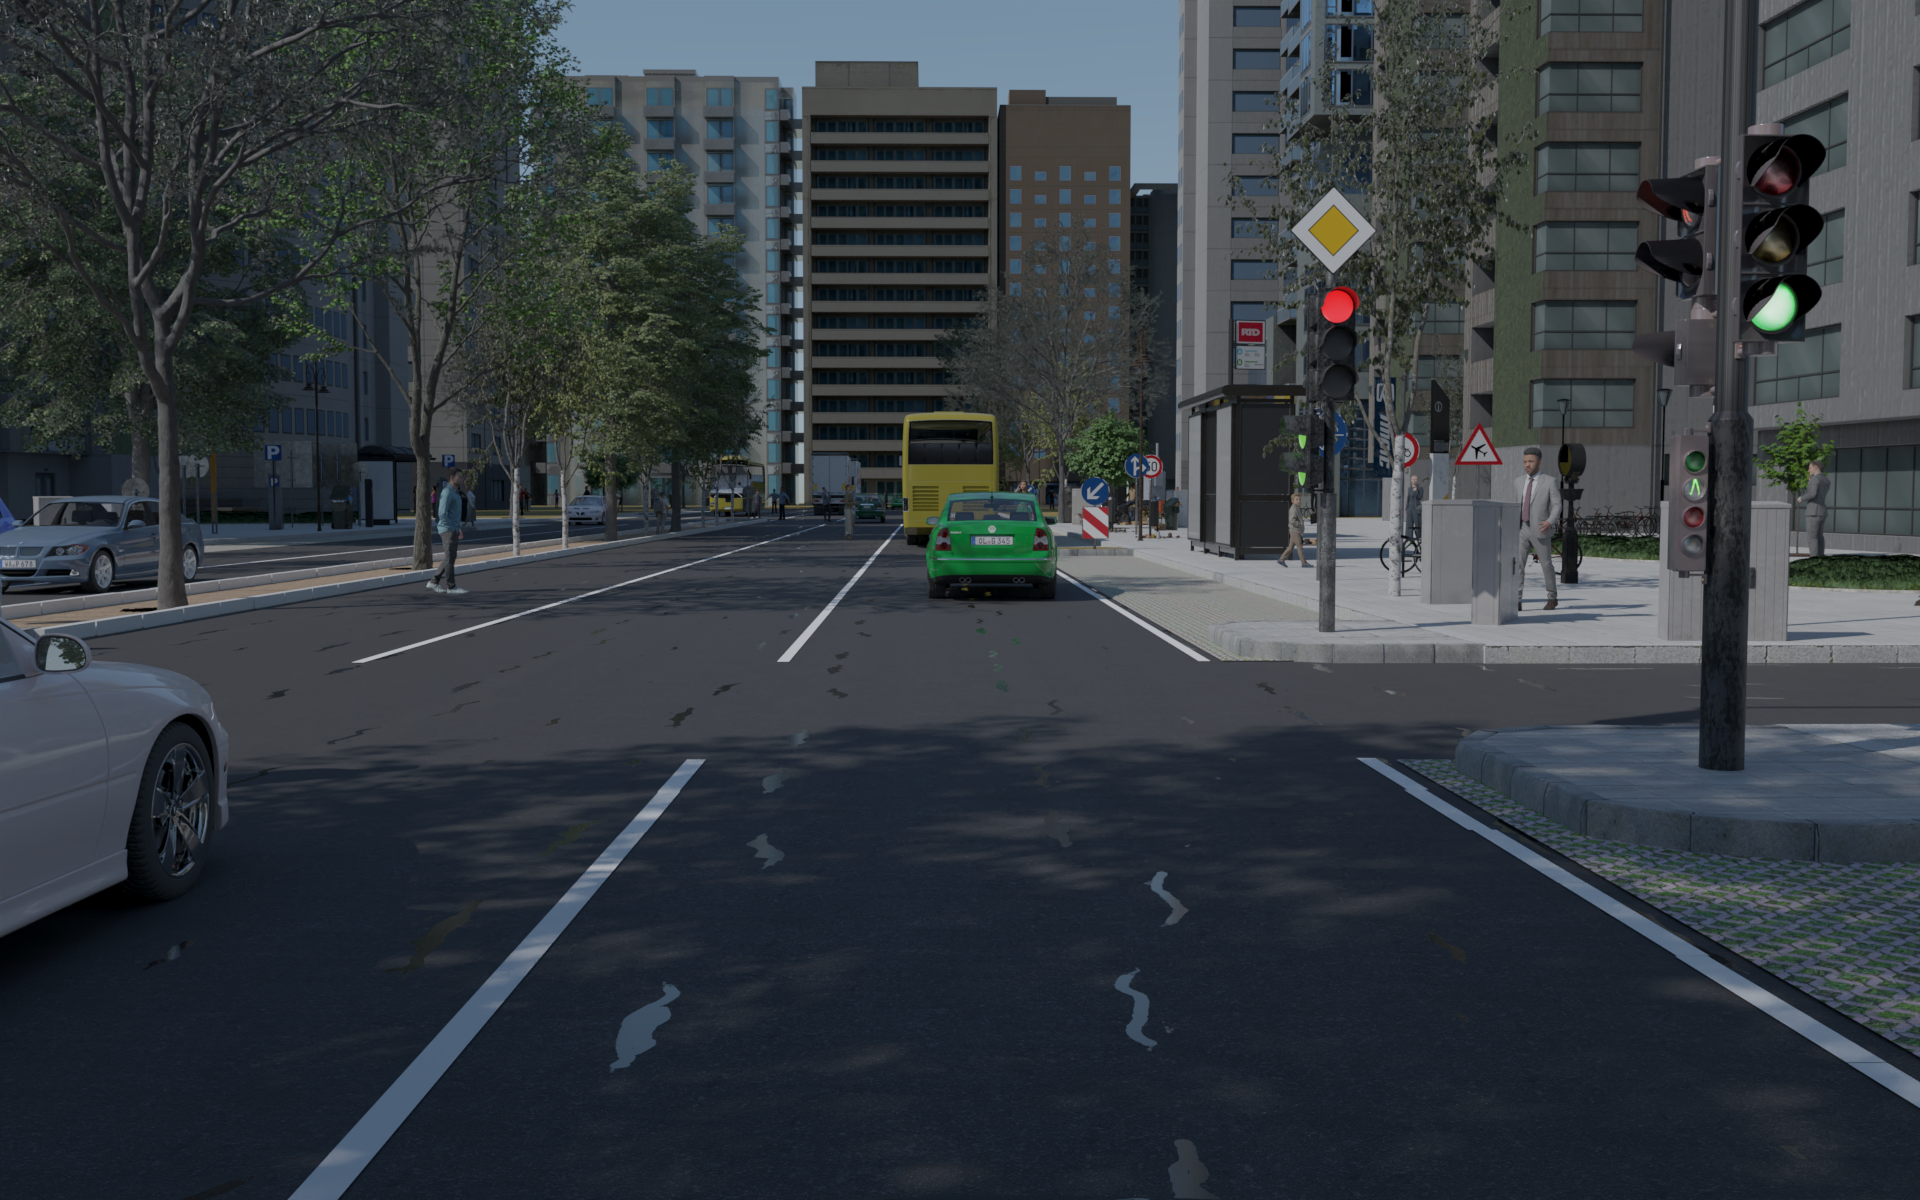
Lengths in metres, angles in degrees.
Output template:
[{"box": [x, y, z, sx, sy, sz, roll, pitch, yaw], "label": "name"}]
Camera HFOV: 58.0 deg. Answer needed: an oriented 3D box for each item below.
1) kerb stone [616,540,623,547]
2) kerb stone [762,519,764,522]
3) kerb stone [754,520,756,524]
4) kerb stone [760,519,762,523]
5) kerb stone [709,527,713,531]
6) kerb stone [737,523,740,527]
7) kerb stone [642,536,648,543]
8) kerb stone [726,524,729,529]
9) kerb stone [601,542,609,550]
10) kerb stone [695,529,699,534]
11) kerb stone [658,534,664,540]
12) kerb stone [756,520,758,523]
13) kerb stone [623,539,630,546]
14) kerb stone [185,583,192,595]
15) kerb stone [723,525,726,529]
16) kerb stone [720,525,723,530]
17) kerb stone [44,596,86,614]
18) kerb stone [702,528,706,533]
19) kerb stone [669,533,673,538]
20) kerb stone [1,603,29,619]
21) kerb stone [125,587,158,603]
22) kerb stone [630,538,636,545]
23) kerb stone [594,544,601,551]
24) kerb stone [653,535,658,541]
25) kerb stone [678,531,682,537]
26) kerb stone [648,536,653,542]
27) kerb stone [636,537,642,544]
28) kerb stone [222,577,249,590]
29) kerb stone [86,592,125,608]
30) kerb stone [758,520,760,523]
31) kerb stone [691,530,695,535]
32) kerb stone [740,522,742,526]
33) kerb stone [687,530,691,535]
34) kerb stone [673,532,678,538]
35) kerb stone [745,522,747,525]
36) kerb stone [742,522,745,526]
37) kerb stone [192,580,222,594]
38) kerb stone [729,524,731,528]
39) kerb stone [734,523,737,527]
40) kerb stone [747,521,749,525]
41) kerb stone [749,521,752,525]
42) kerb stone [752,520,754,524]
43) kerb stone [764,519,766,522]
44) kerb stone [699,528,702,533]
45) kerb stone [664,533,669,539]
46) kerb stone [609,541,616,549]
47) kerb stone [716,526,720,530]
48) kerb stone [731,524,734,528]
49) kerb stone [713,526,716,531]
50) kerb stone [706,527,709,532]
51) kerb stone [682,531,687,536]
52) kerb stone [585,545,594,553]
[{"box": [-9.298, -1.496, 46.654, 0.120, 0.150, 1.000, 0, 4, -1], "label": "kerb stone"}, {"box": [-10.026, -3.941, 86.650, 0.120, 0.150, 1.000, 0, 4, -1], "label": "kerb stone"}, {"box": [-9.948, -3.692, 82.560, 0.120, 0.150, 1.000, 0, 4, -1], "label": "kerb stone"}, {"box": [-10.006, -3.873, 85.629, 0.120, 0.150, 1.000, 0, 4, -1], "label": "kerb stone"}, {"box": [-9.653, -2.687, 66.154, 0.120, 0.150, 1.000, 0, 4, -1], "label": "kerb stone"}, {"box": [-9.816, -3.251, 75.391, 0.120, 0.150, 1.000, 0, 4, -1], "label": "kerb stone"}, {"box": [-9.371, -1.746, 50.766, 0.120, 0.150, 1.000, 0, 4, -1], "label": "kerb stone"}, {"box": [-9.747, -3.003, 71.291, 0.120, 0.150, 1.000, 0, 4, -1], "label": "kerb stone"}, {"box": [-9.259, -1.365, 44.599, 0.120, 0.150, 1.000, 0, 4, -1], "label": "kerb stone"}, {"box": [-9.579, -2.437, 62.046, 0.120, 0.150, 1.000, 0, 4, -1], "label": "kerb stone"}, {"box": [-9.432, -1.936, 53.843, 0.120, 0.150, 1.000, 0, 4, -1], "label": "kerb stone"}, {"box": [-9.968, -3.755, 83.582, 0.120, 0.150, 1.000, 0, 4, -1], "label": "kerb stone"}, {"box": [-9.316, -1.559, 47.689, 0.120, 0.150, 1.000, 0, 4, -1], "label": "kerb stone"}, {"box": [-10.985, -0.112, 24.071, 0.120, 0.150, 1.000, 0, 4, -1], "label": "kerb stone"}, {"box": [-9.724, -2.931, 70.268, 0.120, 0.150, 1.000, 0, 4, -1], "label": "kerb stone"}, {"box": [-9.710, -2.877, 69.237, 0.120, 0.150, 1.000, 0, 4, -1], "label": "kerb stone"}, {"box": [-10.934, 0.073, 21.004, 0.120, 0.150, 1.000, 0, 4, -1], "label": "kerb stone"}, {"box": [-9.614, -2.561, 64.092, 0.120, 0.150, 1.000, 0, 4, -1], "label": "kerb stone"}, {"box": [-9.466, -2.061, 55.887, 0.120, 0.150, 1.000, 0, 4, -1], "label": "kerb stone"}, {"box": [-10.919, 0.135, 19.982, 0.120, 0.150, 1.000, 0, 4, -1], "label": "kerb stone"}, {"box": [-10.976, -0.045, 23.049, 0.120, 0.150, 1.000, 0, 4, -1], "label": "kerb stone"}, {"box": [-9.333, -1.622, 48.714, 0.120, 0.150, 1.000, 0, 4, -1], "label": "kerb stone"}, {"box": [-9.242, -1.308, 43.577, 0.120, 0.150, 1.000, 0, 4, -1], "label": "kerb stone"}, {"box": [-9.414, -1.873, 52.814, 0.120, 0.150, 1.000, 0, 4, -1], "label": "kerb stone"}, {"box": [-9.502, -2.183, 57.931, 0.120, 0.150, 1.000, 0, 4, -1], "label": "kerb stone"}, {"box": [-9.394, -1.806, 51.792, 0.120, 0.150, 1.000, 0, 4, -1], "label": "kerb stone"}, {"box": [-9.348, -1.685, 49.740, 0.120, 0.150, 1.000, 0, 4, -1], "label": "kerb stone"}, {"box": [-11.022, -0.240, 26.128, 0.120, 0.150, 1.000, 0, 4, -1], "label": "kerb stone"}, {"box": [-10.953, 0.010, 22.026, 0.120, 0.150, 1.000, 0, 4, -1], "label": "kerb stone"}, {"box": [-9.987, -3.817, 84.604, 0.120, 0.150, 1.000, 0, 4, -1], "label": "kerb stone"}, {"box": [-9.562, -2.375, 61.019, 0.120, 0.150, 1.000, 0, 4, -1], "label": "kerb stone"}, {"box": [-9.840, -3.309, 76.414, 0.120, 0.150, 1.000, 0, 4, -1], "label": "kerb stone"}, {"box": [-9.538, -2.312, 59.997, 0.120, 0.150, 1.000, 0, 4, -1], "label": "kerb stone"}, {"box": [-9.489, -2.123, 56.909, 0.120, 0.150, 1.000, 0, 4, -1], "label": "kerb stone"}, {"box": [-9.868, -3.441, 78.461, 0.120, 0.150, 1.000, 0, 4, -1], "label": "kerb stone"}, {"box": [-9.862, -3.379, 77.439, 0.120, 0.150, 1.000, 0, 4, -1], "label": "kerb stone"}, {"box": [-11.008, -0.178, 25.106, 0.120, 0.150, 1.000, 0, 4, -1], "label": "kerb stone"}, {"box": [-9.765, -3.058, 72.314, 0.120, 0.150, 1.000, 0, 4, -1], "label": "kerb stone"}, {"box": [-9.806, -3.185, 74.358, 0.120, 0.150, 1.000, 0, 4, -1], "label": "kerb stone"}, {"box": [-9.895, -3.504, 79.483, 0.120, 0.150, 1.000, 0, 4, -1], "label": "kerb stone"}, {"box": [-9.914, -3.565, 80.506, 0.120, 0.150, 1.000, 0, 4, -1], "label": "kerb stone"}, {"box": [-9.925, -3.623, 81.529, 0.120, 0.150, 1.000, 0, 4, -1], "label": "kerb stone"}, {"box": [-10.040, -4.005, 87.679, 0.120, 0.150, 1.000, 0, 4, -1], "label": "kerb stone"}, {"box": [-9.596, -2.493, 63.068, 0.120, 0.150, 1.000, 0, 4, -1], "label": "kerb stone"}, {"box": [-9.441, -1.998, 54.865, 0.120, 0.150, 1.000, 0, 4, -1], "label": "kerb stone"}, {"box": [-9.275, -1.430, 45.622, 0.120, 0.150, 1.000, 0, 4, -1], "label": "kerb stone"}, {"box": [-9.688, -2.814, 68.202, 0.120, 0.150, 1.000, 0, 4, -1], "label": "kerb stone"}, {"box": [-9.777, -3.128, 73.336, 0.120, 0.150, 1.000, 0, 4, -1], "label": "kerb stone"}, {"box": [-9.668, -2.750, 67.179, 0.120, 0.150, 1.000, 0, 4, -1], "label": "kerb stone"}, {"box": [-9.640, -2.622, 65.126, 0.120, 0.150, 1.000, 0, 4, -1], "label": "kerb stone"}, {"box": [-9.524, -2.245, 58.965, 0.120, 0.150, 1.000, 0, 4, -1], "label": "kerb stone"}, {"box": [-9.218, -1.245, 42.549, 0.120, 0.150, 1.000, 0, 4, -1], "label": "kerb stone"}]
